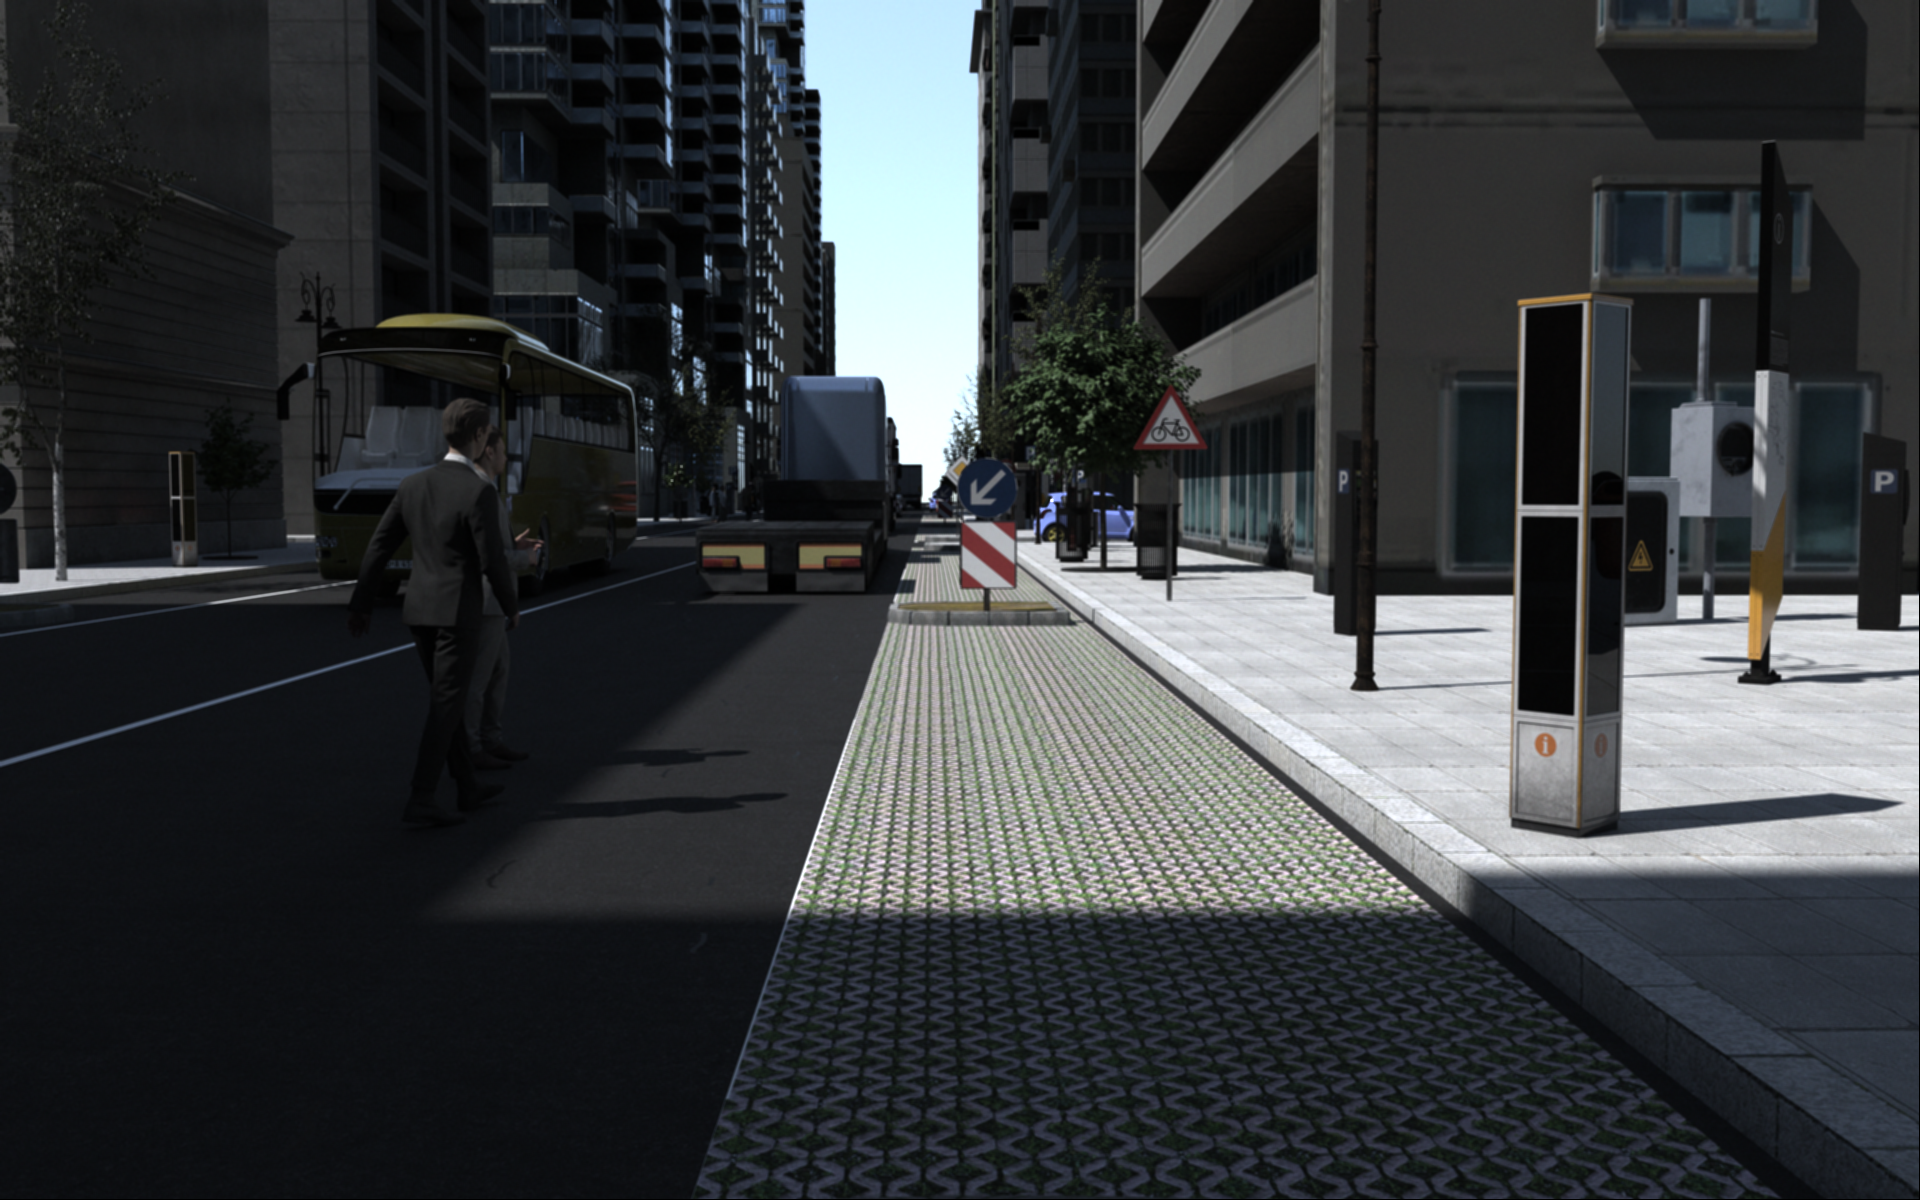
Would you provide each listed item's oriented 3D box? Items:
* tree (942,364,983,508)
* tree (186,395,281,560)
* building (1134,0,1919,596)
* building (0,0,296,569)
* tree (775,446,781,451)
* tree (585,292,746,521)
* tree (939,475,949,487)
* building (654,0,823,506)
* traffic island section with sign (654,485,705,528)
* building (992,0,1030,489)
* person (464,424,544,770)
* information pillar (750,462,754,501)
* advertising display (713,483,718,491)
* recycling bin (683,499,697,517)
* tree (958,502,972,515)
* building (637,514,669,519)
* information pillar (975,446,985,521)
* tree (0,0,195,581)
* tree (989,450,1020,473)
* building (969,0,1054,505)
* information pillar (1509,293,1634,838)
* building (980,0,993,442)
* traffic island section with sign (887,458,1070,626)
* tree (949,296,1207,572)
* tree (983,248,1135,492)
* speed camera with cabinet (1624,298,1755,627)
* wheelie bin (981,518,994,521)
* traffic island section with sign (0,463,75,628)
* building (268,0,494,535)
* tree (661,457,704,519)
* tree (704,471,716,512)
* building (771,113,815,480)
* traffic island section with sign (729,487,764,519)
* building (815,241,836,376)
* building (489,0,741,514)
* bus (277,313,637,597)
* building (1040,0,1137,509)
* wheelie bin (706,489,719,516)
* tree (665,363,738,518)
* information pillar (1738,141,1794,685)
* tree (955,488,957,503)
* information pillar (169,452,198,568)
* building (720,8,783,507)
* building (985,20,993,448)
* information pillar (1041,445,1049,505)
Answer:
[{"bbox_3d":[1.624,-8.975,97.103,4.737,8.622,4.395,0,3,0],"label":"tree"},{"bbox_3d":[-14.383,-2.411,34.023,1.663,3.219,1.824,0,3,0],"label":"tree"},{"bbox_3d":[15.118,-24.913,31.036,21.300,48.544,21.600,0,4,-1],"label":"building"},{"bbox_3d":[-32.927,-13.219,35.217,34.723,24.649,14.460,0,4,-1],"label":"building"},{"bbox_3d":[-16.844,-18.013,204.882,12.009,13.543,11.850,0,3,0],"label":"tree"},{"bbox_3d":[-14.240,-8.946,80.684,8.767,10.594,7.601,0,4,-7],"label":"tree"},{"bbox_3d":[-1.269,-16.324,250.606,4.285,4.588,4.351,0,3,0],"label":"tree"},{"bbox_3d":[-29.772,-57.259,248.850,22.319,86.520,31.000,0,4,-1],"label":"building"},{"bbox_3d":[-12.030,-4.031,74.543,1.989,1.847,2.006,0,4,-1],"label":"traffic island section with sign"},{"bbox_3d":[9.539,-27.785,137.878,14.154,41.232,14.086,0,4,-1],"label":"building"},{"bbox_3d":[-2.415,-0.024,9.093,0.583,1.804,0.606,-2,4,-35],"label":"person"},{"bbox_3d":[-15.212,-8.261,126.420,0.183,3.616,0.504,1,4,18],"label":"information pillar"},{"bbox_3d":[-14.723,-6.073,104.506,0.123,1.923,0.974,-1,4,-19],"label":"advertising display"},{"bbox_3d":[-15.239,-5.203,97.629,0.722,1.027,0.722,0,4,-4],"label":"recycling bin"},{"bbox_3d":[1.067,-6.872,106.953,1.663,3.219,1.824,0,3,0],"label":"tree"},{"bbox_3d":[-28.264,-48.359,103.335,22.319,86.520,31.000,0,4,-1],"label":"building"},{"bbox_3d":[0.966,-5.654,83.797,0.504,3.616,0.183,-2,4,-33],"label":"information pillar"},{"bbox_3d":[-13.531,-4.584,25.314,4.360,8.622,3.978,0,3,0],"label":"tree"},{"bbox_3d":[1.927,-4.973,75.910,1.663,3.219,1.824,0,3,0],"label":"tree"},{"bbox_3d":[15.655,-36.576,187.260,28.713,52.752,27.495,0,4,-1],"label":"building"},{"bbox_3d":[2.320,-0.128,6.588,0.304,2.012,0.304,-3,5,-40],"label":"information pillar"},{"bbox_3d":[11.248,-49.669,250.344,20.563,71.187,20.611,0,4,-1],"label":"building"},{"bbox_3d":[0.180,-0.672,19.616,1.989,1.847,2.006,0,4,-1],"label":"traffic island section with sign"},{"bbox_3d":[2.380,-2.768,28.977,4.285,4.588,4.351,0,3,0],"label":"tree"},{"bbox_3d":[3.452,-6.271,52.901,4.737,8.622,4.395,0,3,0],"label":"tree"},{"bbox_3d":[6.989,-1.397,17.173,2.038,3.252,0.660,-2,4,-24],"label":"speed camera with cabinet"},{"bbox_3d":[1.350,-4.500,81.487,0.980,1.594,0.693,0,4,3],"label":"wheelie bin"},{"bbox_3d":[-11.086,-0.649,19.243,1.989,1.847,2.006,0,4,-1],"label":"traffic island section with sign"},{"bbox_3d":[-26.332,-38.155,62.091,20.563,71.187,20.611,0,4,-1],"label":"building"},{"bbox_3d":[-14.575,-5.849,90.233,1.663,3.219,1.824,0,3,0],"label":"tree"},{"bbox_3d":[-18.482,-7.877,123.385,1.663,3.219,1.824,0,3,0],"label":"tree"},{"bbox_3d":[-30.178,-36.700,223.748,21.300,48.544,21.600,0,4,-1],"label":"building"},{"bbox_3d":[-12.473,-5.680,101.494,1.989,1.847,2.006,0,4,-1],"label":"traffic island section with sign"},{"bbox_3d":[-26.941,-36.038,272.810,14.154,41.232,14.086,0,4,-1],"label":"building"},{"bbox_3d":[-27.935,-50.659,140.954,22.319,86.520,31.000,0,4,-1],"label":"building"},{"bbox_3d":[-7.216,-2.192,27.387,2.896,3.916,12.252,0,4,-3],"label":"bus"},{"bbox_3d":[15.797,-23.156,70.490,23.993,40.220,32.217,0,4,-1],"label":"building"},{"bbox_3d":[-14.319,-5.670,100.614,0.693,1.594,0.980,1,4,13],"label":"wheelie bin"},{"bbox_3d":[-14.271,-8.810,94.408,4.737,8.622,4.395,0,3,0],"label":"tree"},{"bbox_3d":[5.510,-1.249,11.770,0.183,3.616,0.504,3,5,40],"label":"information pillar"},{"bbox_3d":[-0.484,-16.139,258.478,1.663,3.219,1.824,0,3,0],"label":"tree"},{"bbox_3d":[-13.605,-1.581,30.348,0.304,2.012,0.304,2,4,28],"label":"information pillar"},{"bbox_3d":[-29.569,-33.865,173.302,23.786,49.044,30.456,0,4,-1],"label":"building"},{"bbox_3d":[13.554,-30.866,159.278,22.147,44.769,28.867,0,4,-1],"label":"building"},{"bbox_3d":[3.170,-4.465,64.350,0.183,3.616,0.504,2,4,29],"label":"information pillar"}]
